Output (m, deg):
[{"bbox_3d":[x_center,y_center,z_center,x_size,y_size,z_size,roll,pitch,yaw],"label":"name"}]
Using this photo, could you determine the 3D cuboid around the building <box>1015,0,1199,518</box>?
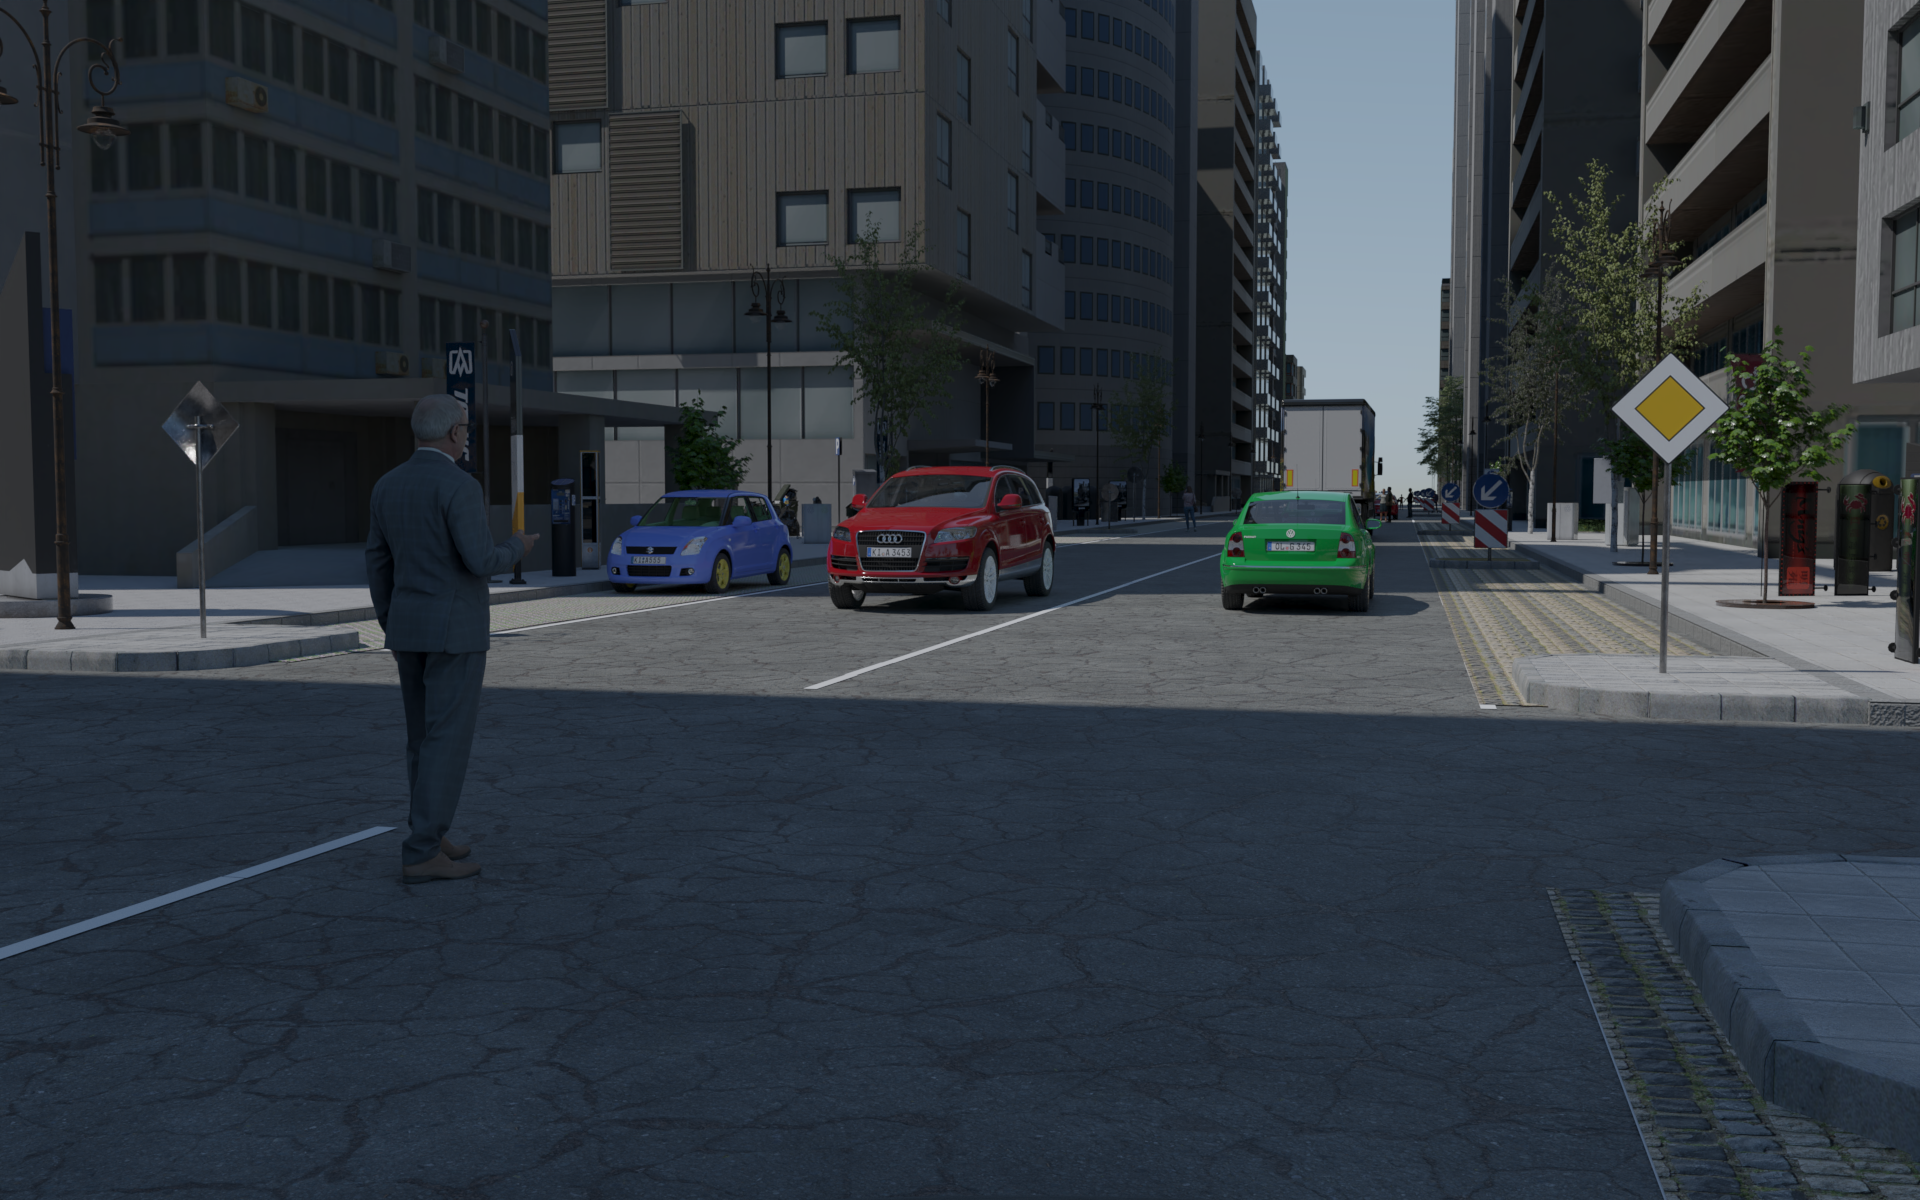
[{"bbox_3d":[2.236,-34.401,104.460,21.231,58.520,28.212,1,4,14],"label":"building"}]

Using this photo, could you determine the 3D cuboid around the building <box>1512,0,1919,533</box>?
[{"bbox_3d":[34.368,-27.335,70.629,21.300,48.544,21.600,1,4,14],"label":"building"}]

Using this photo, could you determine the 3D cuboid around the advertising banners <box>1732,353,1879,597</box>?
[{"bbox_3d":[10.541,-1.559,21.675,2.074,3.025,0.090,-1,4,-8],"label":"advertising banners"}]

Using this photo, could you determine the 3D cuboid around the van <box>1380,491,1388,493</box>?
[{"bbox_3d":[52.303,-12.584,212.757,2.013,2.044,4.112,1,4,14],"label":"van"}]

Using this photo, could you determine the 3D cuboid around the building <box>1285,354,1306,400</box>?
[{"bbox_3d":[31.383,-23.655,231.797,27.650,21.520,28.899,1,4,14],"label":"building"}]

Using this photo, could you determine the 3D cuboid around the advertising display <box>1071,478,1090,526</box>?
[{"bbox_3d":[4.854,-3.939,69.615,0.974,1.923,0.123,-3,5,-43],"label":"advertising display"}]

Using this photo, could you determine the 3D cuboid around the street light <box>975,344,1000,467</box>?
[{"bbox_3d":[0.850,-4.933,53.444,0.468,5.910,1.993,1,4,14],"label":"street light"}]

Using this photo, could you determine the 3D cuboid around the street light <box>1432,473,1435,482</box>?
[{"bbox_3d":[55.510,-13.980,201.367,0.468,5.910,1.993,1,4,14],"label":"street light"}]

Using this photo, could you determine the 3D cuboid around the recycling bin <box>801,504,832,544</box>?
[{"bbox_3d":[-3.727,-1.984,44.992,0.722,1.027,0.722,-1,4,-10],"label":"recycling bin"}]

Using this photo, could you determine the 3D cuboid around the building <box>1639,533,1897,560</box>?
[{"bbox_3d":[28.930,-25.491,40.472,21.300,48.544,21.600,1,4,14],"label":"building"}]

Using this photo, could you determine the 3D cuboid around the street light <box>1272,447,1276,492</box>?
[{"bbox_3d":[30.897,-12.109,170.770,0.468,5.910,1.993,1,4,14],"label":"street light"}]

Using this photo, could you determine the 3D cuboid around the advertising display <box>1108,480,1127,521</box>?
[{"bbox_3d":[7.492,-4.720,82.384,0.974,1.923,0.123,-2,4,-24],"label":"advertising display"}]

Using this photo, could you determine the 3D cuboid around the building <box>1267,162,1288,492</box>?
[{"bbox_3d":[31.813,-32.132,208.948,14.154,41.232,14.086,1,4,14],"label":"building"}]

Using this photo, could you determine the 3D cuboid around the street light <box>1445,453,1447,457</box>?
[{"bbox_3d":[44.528,-11.343,158.247,0.468,5.910,1.993,1,4,14],"label":"street light"}]

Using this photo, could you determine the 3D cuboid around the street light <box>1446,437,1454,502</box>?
[{"bbox_3d":[39.744,-10.208,139.689,0.468,5.910,1.993,1,4,14],"label":"street light"}]

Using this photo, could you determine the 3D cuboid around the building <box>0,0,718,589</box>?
[{"bbox_3d":[-22.040,-20.918,33.896,32.217,40.220,23.993,1,4,14],"label":"building"}]

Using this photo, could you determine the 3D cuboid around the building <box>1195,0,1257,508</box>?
[{"bbox_3d":[14.325,-32.348,152.590,21.300,48.544,21.600,1,4,14],"label":"building"}]

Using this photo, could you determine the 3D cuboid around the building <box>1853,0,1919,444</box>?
[{"bbox_3d":[17.933,-14.949,16.112,14.107,30.474,14.160,1,4,14],"label":"building"}]

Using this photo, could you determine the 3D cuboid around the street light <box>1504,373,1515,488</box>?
[{"bbox_3d":[20.767,-5.670,65.491,0.468,5.910,1.993,1,4,14],"label":"street light"}]

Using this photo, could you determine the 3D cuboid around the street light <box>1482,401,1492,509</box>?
[{"bbox_3d":[25.582,-6.817,84.247,0.468,5.910,1.993,1,4,14],"label":"street light"}]

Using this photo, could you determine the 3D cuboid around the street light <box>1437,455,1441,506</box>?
[{"bbox_3d":[50.522,-12.801,182.091,0.468,5.910,1.993,1,4,14],"label":"street light"}]

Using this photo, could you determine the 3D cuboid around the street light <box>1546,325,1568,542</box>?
[{"bbox_3d":[15.870,-4.486,46.136,0.468,5.910,1.993,1,4,14],"label":"street light"}]

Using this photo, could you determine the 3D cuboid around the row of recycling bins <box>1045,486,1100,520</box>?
[{"bbox_3d":[5.655,-4.835,86.170,3.534,1.692,1.069,-3,5,-43],"label":"row of recycling bins"}]

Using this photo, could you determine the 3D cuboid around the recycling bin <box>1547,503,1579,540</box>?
[{"bbox_3d":[16.901,-2.202,48.563,0.722,1.027,0.722,2,4,29],"label":"recycling bin"}]

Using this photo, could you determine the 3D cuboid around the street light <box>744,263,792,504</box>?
[{"bbox_3d":[-3.839,-3.797,34.861,0.468,5.910,1.993,1,4,14],"label":"street light"}]

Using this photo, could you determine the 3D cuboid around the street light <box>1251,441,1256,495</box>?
[{"bbox_3d":[24.939,-10.686,147.502,0.468,5.910,1.993,1,4,14],"label":"street light"}]

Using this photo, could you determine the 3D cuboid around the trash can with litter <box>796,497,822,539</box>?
[{"bbox_3d":[-4.224,-2.354,49.552,1.678,1.210,2.233,0,4,1],"label":"trash can with litter"}]

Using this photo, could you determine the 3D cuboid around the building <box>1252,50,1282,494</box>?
[{"bbox_3d":[22.872,-34.752,187.810,23.786,49.044,30.456,1,4,14],"label":"building"}]

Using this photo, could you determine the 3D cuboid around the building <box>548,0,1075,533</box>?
[{"bbox_3d":[-10.892,-29.417,70.213,28.713,52.752,27.495,1,4,14],"label":"building"}]

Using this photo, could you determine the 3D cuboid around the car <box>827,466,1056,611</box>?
[{"bbox_3d":[-0.131,-0.881,23.073,2.281,1.827,5.304,1,4,16],"label":"car"}]

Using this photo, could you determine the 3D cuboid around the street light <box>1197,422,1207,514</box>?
[{"bbox_3d":[15.259,-8.359,109.457,0.468,5.910,1.993,1,4,14],"label":"street light"}]

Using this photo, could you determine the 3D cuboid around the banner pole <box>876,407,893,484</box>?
[{"bbox_3d":[-2.123,-3.655,49.775,0.863,3.779,0.401,3,5,43],"label":"banner pole"}]

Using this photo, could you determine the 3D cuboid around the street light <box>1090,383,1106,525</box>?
[{"bbox_3d":[5.731,-6.075,72.115,0.468,5.910,1.993,1,4,14],"label":"street light"}]

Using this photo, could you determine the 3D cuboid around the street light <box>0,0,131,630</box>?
[{"bbox_3d":[-8.502,-2.660,16.273,0.468,5.910,1.993,1,4,14],"label":"street light"}]

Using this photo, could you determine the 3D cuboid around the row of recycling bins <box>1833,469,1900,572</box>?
[{"bbox_3d":[16.386,-1.312,28.566,3.534,1.692,1.069,1,4,17],"label":"row of recycling bins"}]

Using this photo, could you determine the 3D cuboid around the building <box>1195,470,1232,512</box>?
[{"bbox_3d":[3.961,-26.886,131.467,32.217,40.220,23.993,1,4,14],"label":"building"}]

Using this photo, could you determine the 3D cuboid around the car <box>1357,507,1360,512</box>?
[{"bbox_3d":[9.024,-2.125,43.547,1.959,1.807,4.718,1,4,15],"label":"car"}]

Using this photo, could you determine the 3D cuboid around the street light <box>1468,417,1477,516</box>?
[{"bbox_3d":[30.262,-7.926,102.377,0.468,5.910,1.993,1,4,14],"label":"street light"}]

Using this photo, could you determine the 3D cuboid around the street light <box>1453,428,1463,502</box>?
[{"bbox_3d":[34.919,-9.063,120.968,0.468,5.910,1.993,1,4,14],"label":"street light"}]

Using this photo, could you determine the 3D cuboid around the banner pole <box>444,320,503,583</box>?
[{"bbox_3d":[-7.050,-2.141,25.029,0.863,3.779,0.401,1,4,15],"label":"banner pole"}]

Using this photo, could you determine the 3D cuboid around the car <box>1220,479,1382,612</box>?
[{"bbox_3d":[4.476,-0.843,22.577,1.959,1.807,4.718,1,4,15],"label":"car"}]

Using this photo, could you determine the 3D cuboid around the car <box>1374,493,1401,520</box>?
[{"bbox_3d":[23.994,-5.476,98.579,2.155,1.783,4.494,1,4,13],"label":"car"}]

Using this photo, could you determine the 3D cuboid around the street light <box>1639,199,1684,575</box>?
[{"bbox_3d":[11.059,-3.344,27.457,0.468,5.910,1.993,1,4,14],"label":"street light"}]

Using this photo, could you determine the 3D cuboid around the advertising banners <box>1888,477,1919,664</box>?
[{"bbox_3d":[7.108,-0.996,12.478,0.090,3.025,2.074,1,4,12],"label":"advertising banners"}]

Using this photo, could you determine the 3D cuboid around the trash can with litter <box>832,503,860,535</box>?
[{"bbox_3d":[-3.344,-2.473,51.820,1.055,1.170,0.624,2,4,27],"label":"trash can with litter"}]

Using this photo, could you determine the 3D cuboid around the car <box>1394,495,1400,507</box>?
[{"bbox_3d":[33.335,-7.536,135.214,2.014,1.417,4.499,1,4,15],"label":"car"}]

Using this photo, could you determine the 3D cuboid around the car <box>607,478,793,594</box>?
[{"bbox_3d":[-3.874,-1.003,25.988,1.945,1.707,3.694,1,4,16],"label":"car"}]

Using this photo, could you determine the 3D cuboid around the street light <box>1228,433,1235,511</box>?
[{"bbox_3d":[20.007,-9.495,128.024,0.468,5.910,1.993,1,4,14],"label":"street light"}]

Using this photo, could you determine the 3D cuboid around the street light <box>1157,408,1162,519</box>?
[{"bbox_3d":[10.414,-7.199,90.490,0.468,5.910,1.993,1,4,14],"label":"street light"}]

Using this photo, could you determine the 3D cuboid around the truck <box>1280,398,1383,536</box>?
[{"bbox_3d":[12.181,-4.133,56.485,2.839,4.237,11.283,1,4,15],"label":"truck"}]
